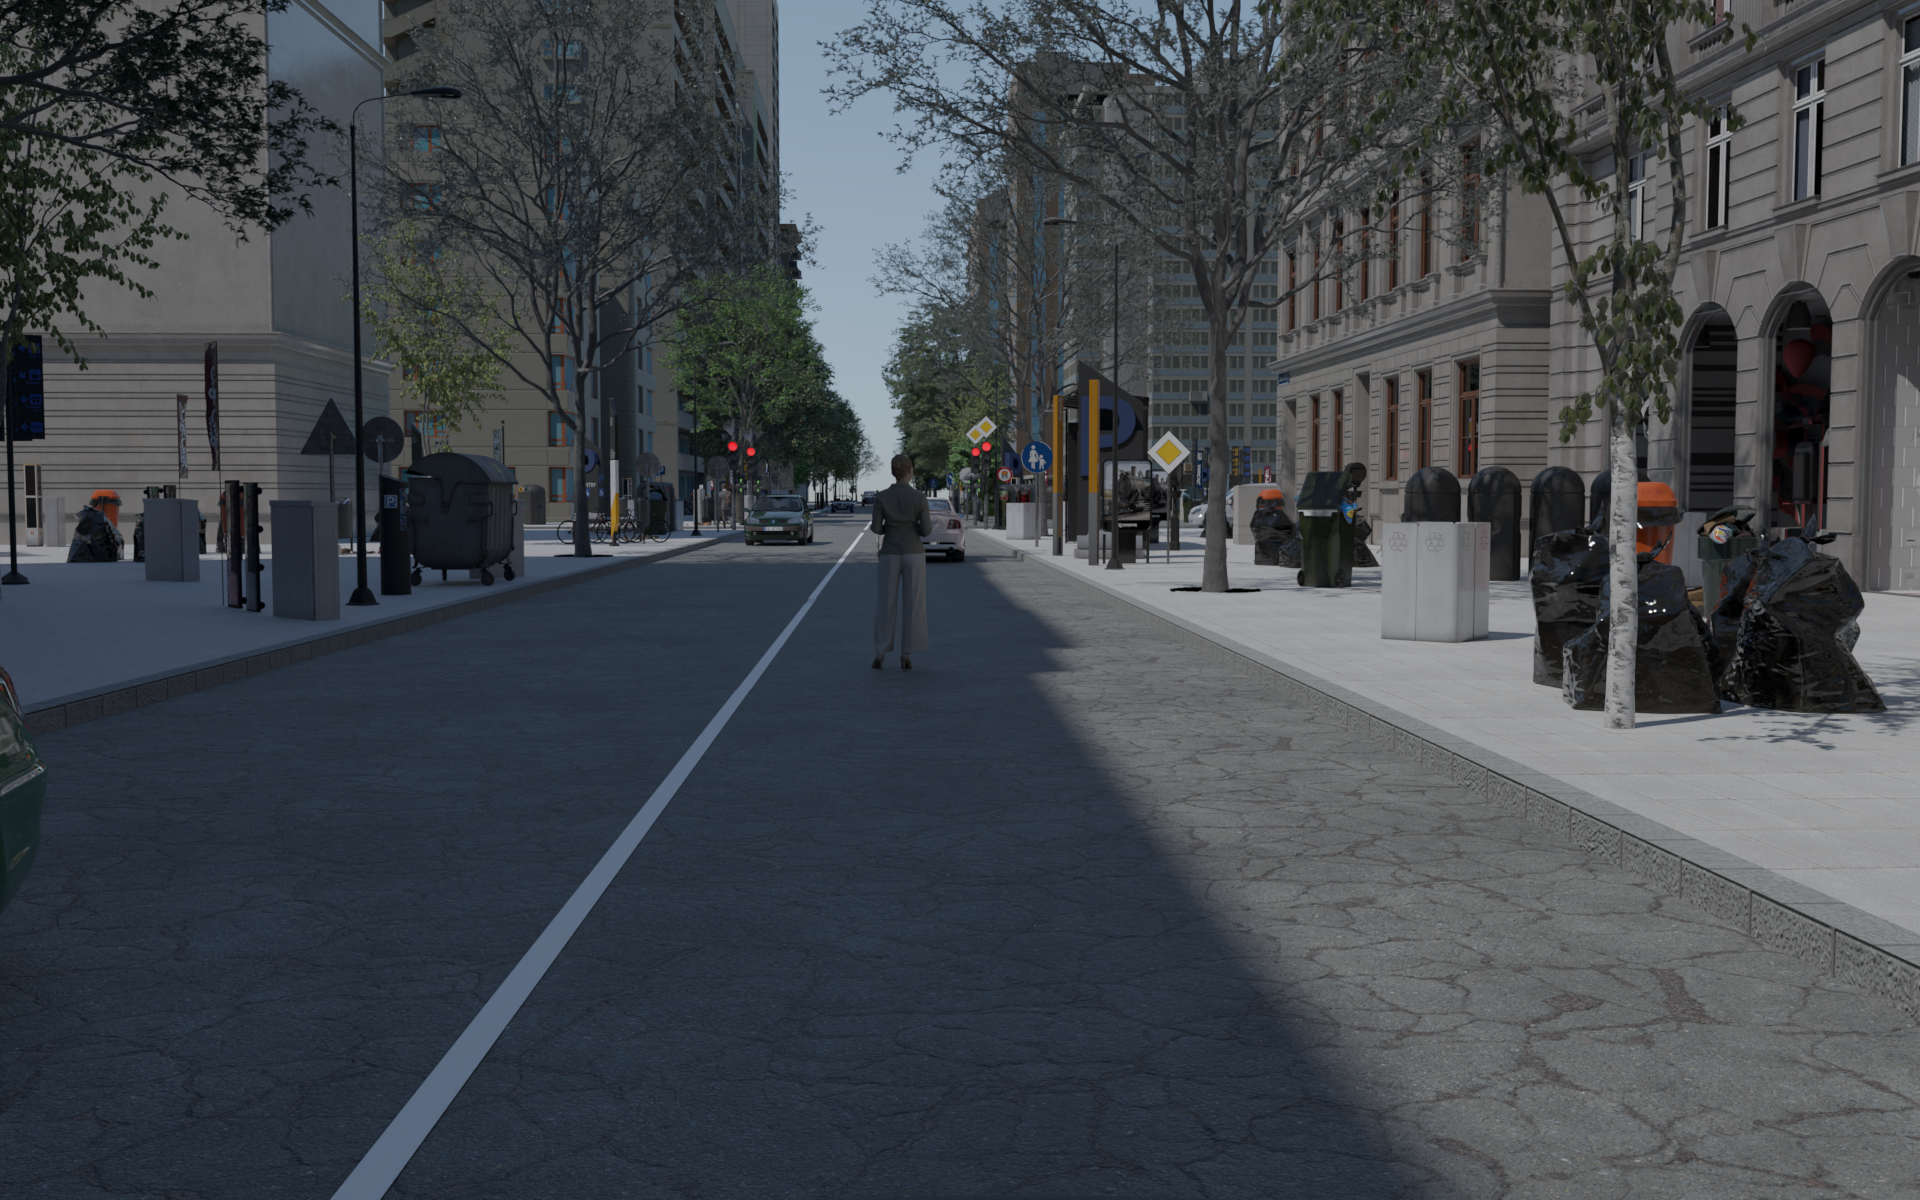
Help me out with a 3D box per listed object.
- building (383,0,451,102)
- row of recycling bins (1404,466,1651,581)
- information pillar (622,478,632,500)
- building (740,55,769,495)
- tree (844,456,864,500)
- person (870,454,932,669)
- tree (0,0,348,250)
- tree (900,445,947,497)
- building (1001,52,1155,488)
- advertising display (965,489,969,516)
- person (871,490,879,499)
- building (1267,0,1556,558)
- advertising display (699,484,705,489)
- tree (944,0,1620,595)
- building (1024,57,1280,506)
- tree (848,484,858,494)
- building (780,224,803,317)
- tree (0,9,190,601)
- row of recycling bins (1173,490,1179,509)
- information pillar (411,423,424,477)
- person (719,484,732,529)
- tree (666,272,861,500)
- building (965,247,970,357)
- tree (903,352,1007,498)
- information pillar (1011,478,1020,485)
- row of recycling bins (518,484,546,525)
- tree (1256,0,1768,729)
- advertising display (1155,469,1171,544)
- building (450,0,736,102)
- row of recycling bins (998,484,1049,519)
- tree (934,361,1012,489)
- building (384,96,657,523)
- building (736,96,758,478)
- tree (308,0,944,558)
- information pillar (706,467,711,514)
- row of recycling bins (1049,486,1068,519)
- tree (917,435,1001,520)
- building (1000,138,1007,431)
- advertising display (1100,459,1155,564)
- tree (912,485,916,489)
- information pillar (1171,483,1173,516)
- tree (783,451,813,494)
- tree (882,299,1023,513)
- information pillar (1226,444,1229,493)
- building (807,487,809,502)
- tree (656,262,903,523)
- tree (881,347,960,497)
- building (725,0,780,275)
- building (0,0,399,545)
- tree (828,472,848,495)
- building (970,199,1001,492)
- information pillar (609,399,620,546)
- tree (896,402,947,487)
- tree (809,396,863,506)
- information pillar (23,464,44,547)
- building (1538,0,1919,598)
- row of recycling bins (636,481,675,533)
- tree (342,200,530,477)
[{"bbox_3d":[-30.662,-30.890,128.745,21.300,48.544,21.600,0,4,-2],"label":"building"},{"bbox_3d":[8.436,-1.141,25.765,3.534,1.692,1.069,1,4,9],"label":"row of recycling bins"},{"bbox_3d":[-15.486,-4.655,80.600,0.304,2.012,0.304,1,4,20],"label":"information pillar"},{"bbox_3d":[-32.350,-34.649,190.211,21.300,48.544,21.600,0,4,-2],"label":"building"},{"bbox_3d":[-18.001,-20.568,286.656,4.360,8.622,3.978,0,3,0],"label":"tree"},{"bbox_3d":[-0.473,-0.316,14.222,0.519,1.759,0.362,0,4,6],"label":"person"},{"bbox_3d":[-7.914,-4.747,12.023,7.601,10.594,8.767,0,4,-3],"label":"tree"},{"bbox_3d":[-3.903,-19.170,230.429,9.611,12.733,9.660,0,3,0],"label":"tree"},{"bbox_3d":[12.177,-32.231,177.092,14.600,45.320,14.200,0,4,-2],"label":"building"},{"bbox_3d":[0.390,-6.000,103.306,0.123,1.923,0.974,0,4,-7],"label":"advertising display"},{"bbox_3d":[-8.493,-10.373,177.726,1.348,1.869,0.705,-3,4,-36],"label":"person"},{"bbox_3d":[15.302,-12.713,44.011,11.583,22.565,21.152,0,4,-2],"label":"building"},{"bbox_3d":[-17.010,-6.667,114.226,0.123,1.923,0.974,-1,4,-23],"label":"advertising display"},{"bbox_3d":[3.384,-6.838,22.166,12.009,13.543,11.850,0,3,0],"label":"tree"},{"bbox_3d":[22.354,-28.544,158.570,32.217,40.220,23.993,0,4,-2],"label":"building"},{"bbox_3d":[-18.143,-18.280,293.479,1.663,3.219,1.824,0,3,0],"label":"tree"},{"bbox_3d":[-36.085,-37.725,271.429,22.147,44.769,28.867,0,4,-2],"label":"building"},{"bbox_3d":[-11.636,-4.310,20.836,4.737,8.622,4.395,0,3,0],"label":"tree"},{"bbox_3d":[12.728,-6.493,113.272,3.534,1.692,1.069,-2,4,-29],"label":"row of recycling bins"},{"bbox_3d":[-17.838,-4.013,56.973,0.504,3.616,0.183,2,4,29],"label":"information pillar"},{"bbox_3d":[-8.934,-3.522,66.052,0.622,1.834,0.822,-1,4,-17],"label":"person"},{"bbox_3d":[-10.513,-10.550,89.501,9.611,12.733,9.660,0,3,0],"label":"tree"},{"bbox_3d":[12.114,-38.900,290.643,22.147,44.769,28.867,0,4,-2],"label":"building"},{"bbox_3d":[-0.158,-12.173,124.782,9.928,11.665,9.643,0,3,0],"label":"tree"},{"bbox_3d":[2.484,-4.493,77.952,0.304,2.012,0.304,2,4,27],"label":"information pillar"},{"bbox_3d":[-18.078,-4.048,73.297,1.069,1.692,3.534,-1,4,-19],"label":"row of recycling bins"},{"bbox_3d":[3.386,-3.602,9.249,4.360,8.622,3.978,0,3,0],"label":"tree"},{"bbox_3d":[4.980,-2.428,44.905,0.974,1.923,0.123,0,4,-1],"label":"advertising display"},{"bbox_3d":[-31.466,-32.461,154.437,21.300,48.544,21.600,0,4,-2],"label":"building"},{"bbox_3d":[2.468,-3.998,72.478,1.069,1.692,3.534,2,4,25],"label":"row of recycling bins"},{"bbox_3d":[0.915,-8.912,96.076,4.737,8.622,4.395,0,3,0],"label":"tree"},{"bbox_3d":[-31.813,-15.023,90.669,27.650,21.520,28.899,0,4,-2],"label":"building"},{"bbox_3d":[-27.658,-29.920,172.794,14.154,41.232,14.086,0,4,-2],"label":"building"},{"bbox_3d":[-7.820,-7.613,34.851,12.009,13.543,11.850,0,3,0],"label":"tree"},{"bbox_3d":[-13.981,-6.419,96.301,0.183,3.616,0.504,1,4,15],"label":"information pillar"},{"bbox_3d":[5.570,-4.871,86.752,1.069,1.692,3.534,-3,5,-43],"label":"row of recycling bins"},{"bbox_3d":[0.864,-6.313,86.938,4.285,4.588,4.351,0,3,0],"label":"tree"},{"bbox_3d":[16.048,-33.281,198.770,22.147,44.769,28.867,0,4,-2],"label":"building"},{"bbox_3d":[3.058,-1.631,31.887,0.974,1.923,0.123,-1,4,-14],"label":"advertising display"},{"bbox_3d":[-2.521,-12.299,184.794,4.285,4.588,4.351,0,3,0],"label":"tree"},{"bbox_3d":[10.296,-4.944,85.323,0.304,2.012,0.304,-1,4,-16],"label":"information pillar"},{"bbox_3d":[-14.250,-9.791,143.788,4.285,4.588,4.351,0,3,0],"label":"tree"},{"bbox_3d":[-0.166,-12.515,111.272,9.857,13.997,8.962,0,3,0],"label":"tree"},{"bbox_3d":[10.646,-4.804,69.892,0.504,3.616,0.183,-3,4,-36],"label":"information pillar"},{"bbox_3d":[-33.111,-31.937,293.876,14.160,30.474,14.107,0,4,-2],"label":"building"},{"bbox_3d":[-9.566,-9.190,76.015,9.928,11.665,9.643,0,3,0],"label":"tree"},{"bbox_3d":[-2.833,-21.516,207.672,12.611,20.169,13.585,0,3,0],"label":"tree"},{"bbox_3d":[-33.847,-49.393,245.832,20.563,71.187,20.611,0,4,-2],"label":"building"},{"bbox_3d":[-27.284,-12.949,47.881,21.152,22.565,11.583,0,4,-2],"label":"building"},{"bbox_3d":[-15.050,-16.252,216.088,4.737,8.622,4.395,0,3,0],"label":"tree"},{"bbox_3d":[9.298,-36.985,254.822,14.600,45.320,14.200,0,4,-2],"label":"building"},{"bbox_3d":[-8.476,-3.126,42.470,0.183,3.616,0.504,-2,4,-25],"label":"information pillar"},{"bbox_3d":[-2.819,-15.633,173.725,7.486,12.596,7.792,0,3,0],"label":"tree"},{"bbox_3d":[-14.091,-16.510,188.062,7.486,12.596,7.792,0,3,0],"label":"tree"},{"bbox_3d":[-22.549,-2.304,42.162,0.304,2.012,0.304,0,4,-6],"label":"information pillar"},{"bbox_3d":[17.515,-10.973,21.211,13.314,21.916,24.055,0,4,-2],"label":"building"},{"bbox_3d":[-10.194,-3.105,57.877,1.069,1.692,3.534,0,4,-1],"label":"row of recycling bins"},{"bbox_3d":[-12.843,-5.646,42.667,4.737,8.622,4.395,0,3,0],"label":"tree"}]
